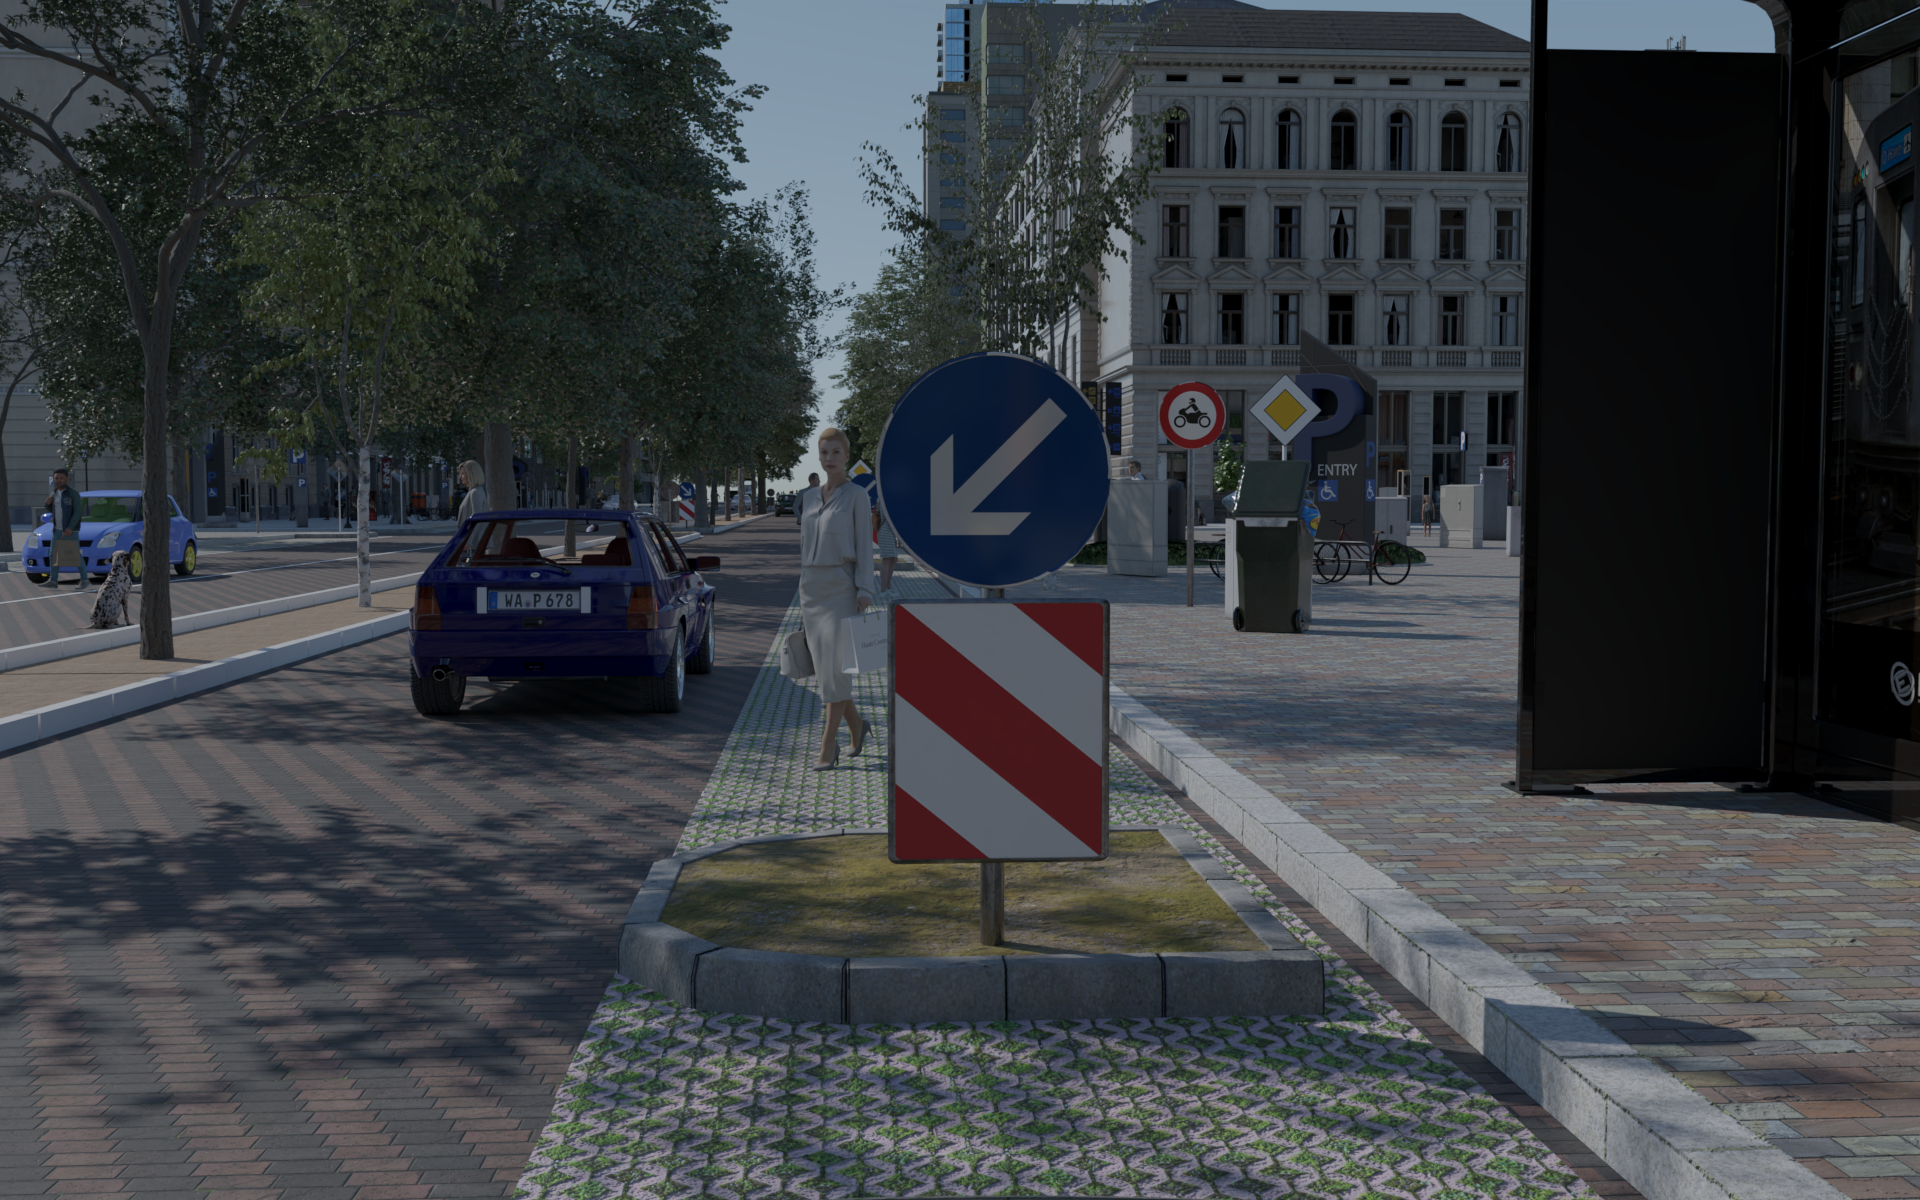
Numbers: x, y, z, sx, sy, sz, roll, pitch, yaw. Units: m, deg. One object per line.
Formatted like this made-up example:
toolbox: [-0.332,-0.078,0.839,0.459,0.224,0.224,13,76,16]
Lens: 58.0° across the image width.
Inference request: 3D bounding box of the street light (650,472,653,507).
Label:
street light: [-29.334,-11.930,167.597,1.470,5.913,1.316,0,4,-4]

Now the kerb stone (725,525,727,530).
kerb stone: [-9.396,-2.823,68.352,0.120,0.150,1.000,0,4,-4]

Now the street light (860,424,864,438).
street light: [-5.715,-8.670,114.290,1.470,5.913,1.316,0,4,-4]

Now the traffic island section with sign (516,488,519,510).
traffic island section with sign: [-22.414,-4.763,86.506,1.989,1.847,2.006,0,4,-4]

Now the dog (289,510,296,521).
dog: [-31.911,-4.191,82.898,0.800,0.831,0.513,1,4,13]

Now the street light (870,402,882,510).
street light: [-3.789,-7.030,87.484,1.470,5.913,1.316,0,4,-4]

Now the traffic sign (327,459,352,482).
traffic sign: [-20.366,-3.341,56.822,0.795,2.593,0.064,0,4,-4]

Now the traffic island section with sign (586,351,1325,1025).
traffic island section with sign: [-0.058,0.185,5.608,1.989,1.847,2.006,0,4,-4]

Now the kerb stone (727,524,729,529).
kerb stone: [-9.461,-2.883,69.383,0.120,0.150,1.000,0,4,-4]

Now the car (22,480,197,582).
car: [-14.344,-1.205,29.288,1.945,1.707,3.694,0,4,-4]

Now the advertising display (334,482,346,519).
advertising display: [-32.200,-5.195,90.160,0.974,1.923,0.123,2,4,32]

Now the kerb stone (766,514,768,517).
kerb stone: [-11.894,-5.077,105.207,0.120,0.150,1.000,0,4,-4]

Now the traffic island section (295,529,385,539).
traffic island section: [-20.389,-2.117,56.887,2.009,0.180,2.903,0,4,-4]

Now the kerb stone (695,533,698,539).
kerb stone: [-8.457,-1.978,54.599,0.120,0.150,1.000,0,4,-4]

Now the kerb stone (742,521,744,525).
kerb stone: [-10.157,-3.510,79.625,0.120,0.150,1.000,0,4,-4]

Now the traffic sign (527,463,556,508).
traffic sign: [-27.806,-7.369,114.359,2.265,3.308,0.079,0,4,2]

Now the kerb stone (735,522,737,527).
kerb stone: [-9.809,-3.199,74.504,0.120,0.150,1.000,0,4,-4]

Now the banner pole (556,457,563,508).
banner pole: [-27.049,-7.762,116.922,0.863,3.779,0.401,1,4,15]

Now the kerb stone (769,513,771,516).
kerb stone: [-12.171,-5.320,109.304,0.120,0.150,1.000,0,4,-4]

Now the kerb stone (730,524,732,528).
kerb stone: [-9.603,-3.012,71.438,0.120,0.150,1.000,0,4,-4]

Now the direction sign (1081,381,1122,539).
direction sign: [2.848,-2.628,34.971,0.876,3.537,0.379,-1,4,-17]

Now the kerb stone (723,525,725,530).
kerb stone: [-9.323,-2.761,67.333,0.120,0.150,1.000,0,4,-4]

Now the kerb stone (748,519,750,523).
kerb stone: [-10.499,-3.822,84.733,0.120,0.150,1.000,0,4,-4]

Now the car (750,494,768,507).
car: [-21.869,-11.018,188.935,1.959,1.807,4.718,0,4,-4]

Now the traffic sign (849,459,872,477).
traffic sign: [-3.310,-3.411,57.955,0.795,2.593,0.064,0,4,-4]

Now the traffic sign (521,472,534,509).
traffic sign: [-25.102,-6.137,100.446,0.768,2.556,0.104,0,4,6]

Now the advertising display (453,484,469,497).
advertising display: [-30.838,-6.232,107.114,0.974,1.923,0.123,-2,4,-26]

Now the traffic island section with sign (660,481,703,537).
traffic island section with sign: [-9.750,-3.040,57.841,2.006,1.907,1.989,0,4,-4]

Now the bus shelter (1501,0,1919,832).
bus shelter: [3.089,-0.800,4.369,1.731,3.624,6.357,0,4,-4]

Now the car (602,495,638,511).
car: [-20.964,-5.782,106.904,2.083,1.381,4.827,0,4,-5]

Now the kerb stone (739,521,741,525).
kerb stone: [-10.020,-3.387,77.573,0.120,0.150,1.000,0,4,-4]

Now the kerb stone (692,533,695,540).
kerb stone: [-8.391,-1.919,53.571,0.120,0.150,1.000,0,4,-4]

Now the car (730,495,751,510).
car: [-19.618,-8.754,155.492,2.083,1.381,4.827,0,4,-6]

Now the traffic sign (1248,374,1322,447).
traffic sign: [3.579,-1.179,19.010,0.795,2.593,0.064,0,4,3]

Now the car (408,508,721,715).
car: [-2.762,-0.004,12.639,1.945,1.354,3.894,0,4,-3]

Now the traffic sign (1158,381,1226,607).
traffic sign: [2.622,-1.197,19.670,0.768,2.556,0.104,0,4,-3]

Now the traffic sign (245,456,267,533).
traffic sign: [-23.043,-3.466,56.781,0.768,2.556,0.104,0,4,1]

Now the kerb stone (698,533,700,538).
kerb stone: [-8.525,-2.044,55.618,0.120,0.150,1.000,0,4,-4]

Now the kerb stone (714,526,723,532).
kerb stone: [-9.252,-2.698,66.314,0.120,0.150,1.000,0,4,-4]

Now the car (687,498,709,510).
car: [-23.881,-9.046,158.133,2.015,1.641,3.980,0,4,-5]

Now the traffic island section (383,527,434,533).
traffic island section: [-20.930,-2.604,64.854,2.009,0.180,2.903,0,4,-4]

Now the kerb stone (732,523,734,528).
kerb stone: [-9.668,-3.074,72.458,0.120,0.150,1.000,0,4,-4]

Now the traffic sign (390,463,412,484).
traffic sign: [-20.907,-3.829,64.788,0.795,2.593,0.064,0,4,-4]

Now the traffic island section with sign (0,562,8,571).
traffic island section with sign: [-18.688,-1.411,31.692,1.989,1.847,2.006,0,4,-4]

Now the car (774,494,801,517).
car: [-10.755,-6.074,109.103,2.009,1.686,4.222,0,4,-4]

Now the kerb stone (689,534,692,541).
kerb stone: [-8.321,-1.856,52.548,0.120,0.150,1.000,0,4,-4]

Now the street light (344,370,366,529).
street light: [-22.313,-5.625,64.516,1.470,5.913,1.316,0,4,-4]

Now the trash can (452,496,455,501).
trash can: [-30.680,-5.629,103.693,0.748,1.137,0.748,0,3,0]

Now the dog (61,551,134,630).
dog: [-9.228,-0.106,18.570,0.800,0.831,0.513,-3,5,-42]

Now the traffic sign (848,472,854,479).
traffic sign: [-3.851,-3.898,65.922,0.795,2.593,0.064,0,4,-4]
